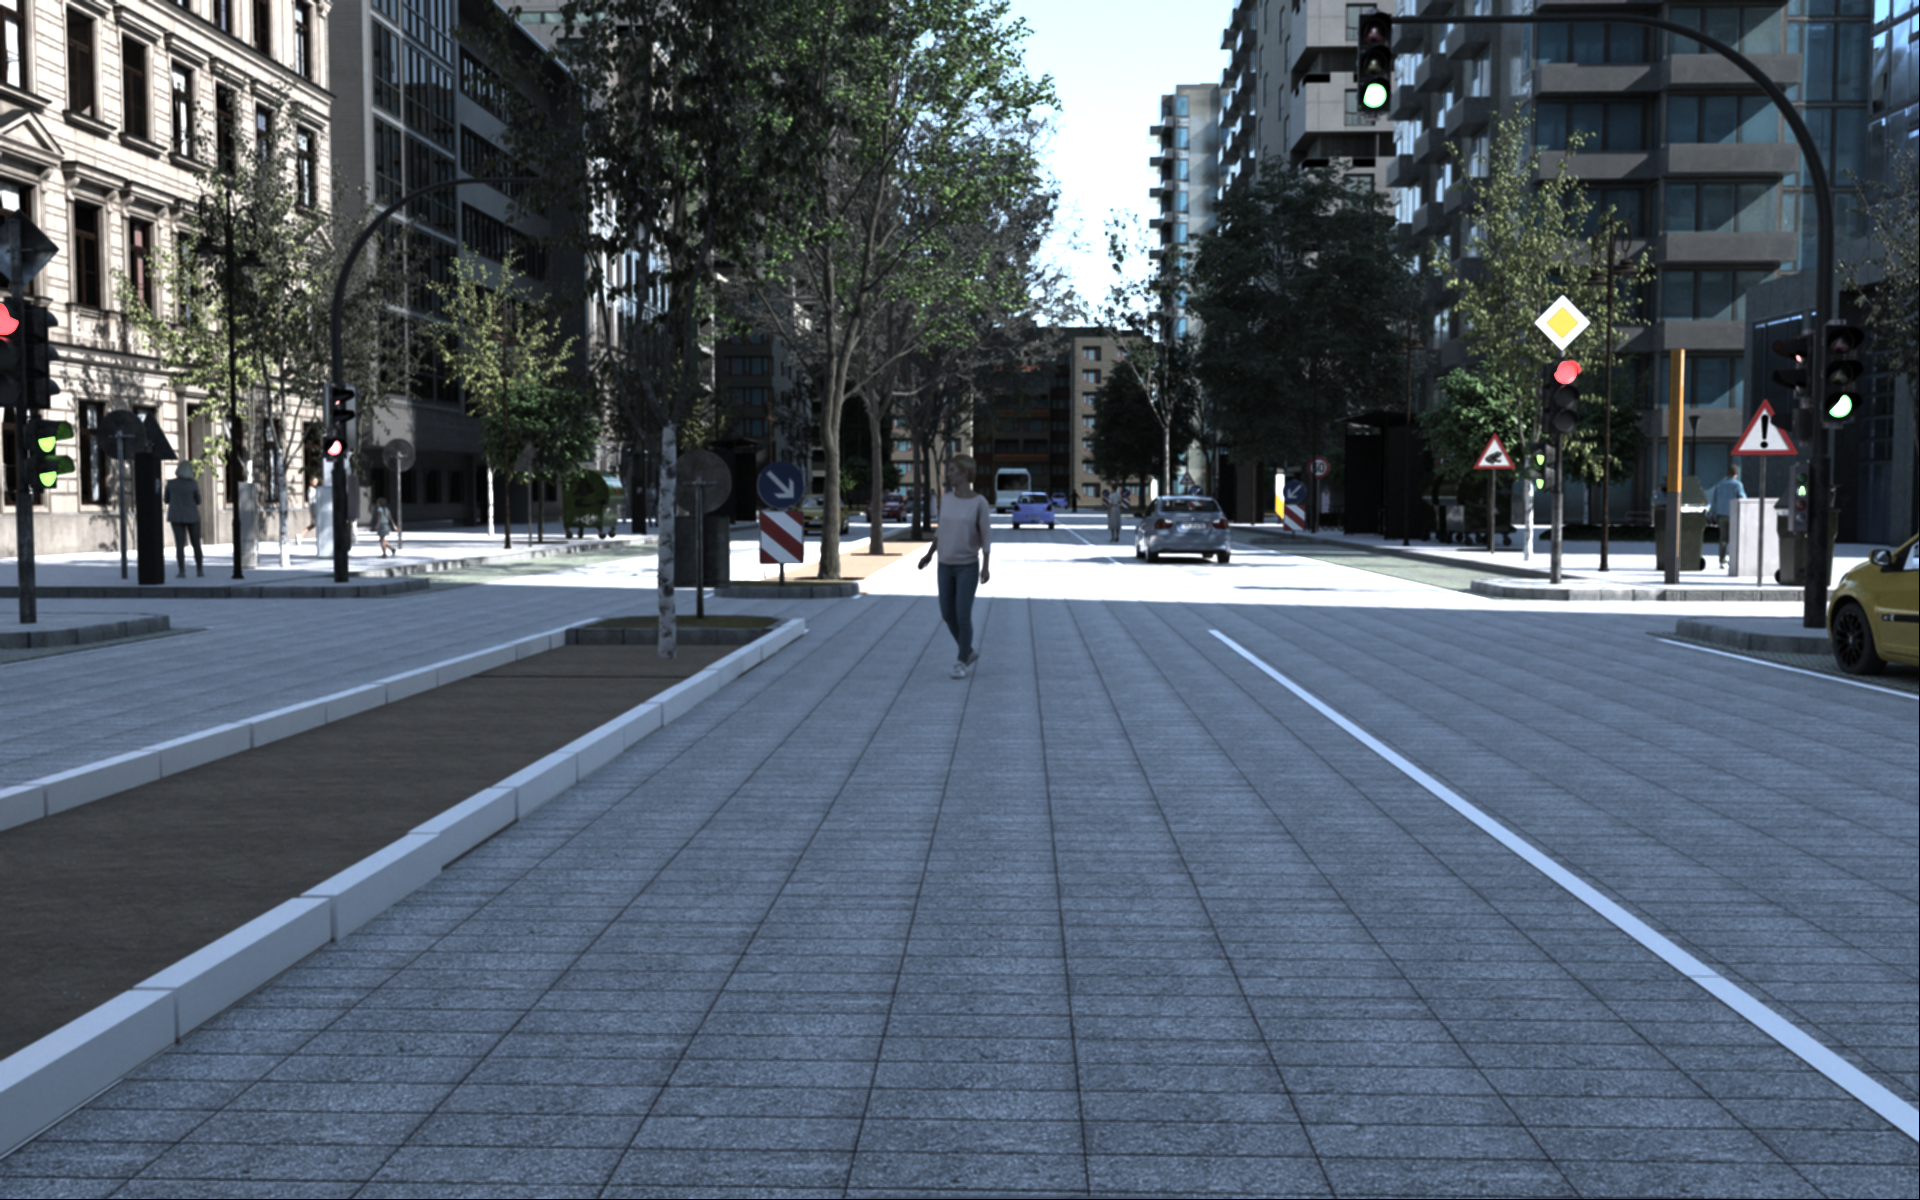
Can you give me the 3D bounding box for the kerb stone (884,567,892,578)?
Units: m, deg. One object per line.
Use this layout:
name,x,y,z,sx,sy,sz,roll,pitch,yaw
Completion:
kerb stone,-1.277,-0.422,29.097,0.120,0.150,1.000,0,4,2

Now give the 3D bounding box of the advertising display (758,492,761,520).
advertising display,-9.757,-4.839,84.335,0.123,1.923,0.974,-1,4,-10

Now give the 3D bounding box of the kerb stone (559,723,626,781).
kerb stone,-1.943,0.801,9.115,0.120,0.150,1.000,0,4,2

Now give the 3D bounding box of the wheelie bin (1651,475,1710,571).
wheelie bin,12.004,-1.288,28.972,0.980,1.594,0.693,-1,4,-14

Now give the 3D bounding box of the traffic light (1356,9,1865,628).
traffic light,6.097,-2.557,16.483,4.771,5.953,1.251,0,4,2

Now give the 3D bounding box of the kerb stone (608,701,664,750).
kerb stone,-1.912,0.742,10.146,0.120,0.150,1.000,0,4,2

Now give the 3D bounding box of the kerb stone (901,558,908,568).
kerb stone,-1.135,-0.672,33.189,0.120,0.150,1.000,0,4,2

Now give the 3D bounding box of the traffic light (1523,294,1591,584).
traffic light,8.459,-2.178,24.535,0.839,4.253,0.868,0,4,2

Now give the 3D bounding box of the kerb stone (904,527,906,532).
kerb stone,-2.194,-2.561,64.067,0.120,0.150,1.000,0,4,2

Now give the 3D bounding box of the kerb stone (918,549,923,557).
kerb stone,-0.968,-0.986,38.322,0.120,0.150,1.000,0,4,2

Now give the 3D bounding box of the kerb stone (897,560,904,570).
kerb stone,-1.173,-0.602,32.168,0.120,0.150,1.000,0,4,2

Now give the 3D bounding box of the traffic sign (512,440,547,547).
traffic sign,-10.442,-2.570,42.028,0.884,2.594,0.081,0,4,3

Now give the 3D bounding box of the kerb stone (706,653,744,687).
kerb stone,-1.807,0.549,13.222,0.120,0.150,1.000,0,4,2

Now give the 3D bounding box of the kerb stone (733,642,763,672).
kerb stone,-1.773,0.486,14.255,0.120,0.150,1.000,0,4,2

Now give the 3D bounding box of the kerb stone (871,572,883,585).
kerb stone,-1.346,-0.297,27.053,0.120,0.150,1.000,0,4,2

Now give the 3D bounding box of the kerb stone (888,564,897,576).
kerb stone,-1.241,-0.479,30.119,0.120,0.150,1.000,0,4,2

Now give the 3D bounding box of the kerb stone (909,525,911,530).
kerb stone,-2.092,-2.750,67.156,0.120,0.150,1.000,0,4,2

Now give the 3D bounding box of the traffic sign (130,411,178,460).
traffic sign,-12.657,-1.658,27.107,0.884,2.594,0.081,0,4,7

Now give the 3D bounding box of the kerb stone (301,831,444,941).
kerb stone,-2.036,0.989,6.047,0.120,0.150,1.000,0,4,2

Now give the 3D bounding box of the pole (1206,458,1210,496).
pole,13.954,-6.347,97.610,0.158,3.312,0.155,0,3,0

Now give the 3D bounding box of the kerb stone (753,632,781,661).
kerb stone,-1.730,0.423,15.276,0.120,0.150,1.000,0,4,2

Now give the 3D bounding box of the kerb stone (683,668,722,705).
kerb stone,-1.839,0.619,12.191,0.120,0.150,1.000,0,4,2

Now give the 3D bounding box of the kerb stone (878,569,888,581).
kerb stone,-1.310,-0.360,28.075,0.120,0.150,1.000,0,4,2

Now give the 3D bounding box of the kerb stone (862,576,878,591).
kerb stone,-1.376,-0.225,26.023,0.120,0.150,1.000,0,4,2

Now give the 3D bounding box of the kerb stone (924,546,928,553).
kerb stone,-0.894,-1.110,40.371,0.120,0.150,1.000,0,4,2

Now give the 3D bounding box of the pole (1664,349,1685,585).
pole,10.121,-1.877,24.530,0.158,3.312,0.155,0,3,0

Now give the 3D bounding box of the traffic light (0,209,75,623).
traffic light,-9.261,-1.725,17.123,0.839,4.253,0.868,0,4,2

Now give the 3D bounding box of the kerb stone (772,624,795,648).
kerb stone,-1.703,0.366,16.304,0.120,0.150,1.000,0,4,2

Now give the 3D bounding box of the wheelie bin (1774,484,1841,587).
wheelie bin,11.869,-1.001,24.274,0.693,1.594,0.980,0,4,-1

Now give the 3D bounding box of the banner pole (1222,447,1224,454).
banner pole,12.419,-5.618,81.865,0.401,3.779,0.863,0,4,5

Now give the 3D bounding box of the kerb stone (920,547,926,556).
kerb stone,-0.926,-1.049,39.349,0.120,0.150,1.000,0,4,2

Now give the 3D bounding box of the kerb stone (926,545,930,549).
kerb stone,-0.857,-1.174,41.392,0.120,0.150,1.000,0,4,2

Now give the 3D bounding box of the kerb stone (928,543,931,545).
kerb stone,-0.819,-1.237,42.414,0.120,0.150,1.000,0,4,2

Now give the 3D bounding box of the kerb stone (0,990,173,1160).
kerb stone,-2.116,1.118,4.000,0.120,0.150,1.000,0,4,2

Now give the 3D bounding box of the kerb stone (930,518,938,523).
kerb stone,-1.334,-4.129,89.697,0.120,0.150,1.000,0,4,2

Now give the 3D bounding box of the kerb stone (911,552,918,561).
kerb stone,-1.030,-0.857,36.266,0.120,0.150,1.000,0,4,2

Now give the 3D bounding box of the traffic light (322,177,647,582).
traffic light,-6.900,-3.083,25.068,4.771,5.953,1.251,0,4,2

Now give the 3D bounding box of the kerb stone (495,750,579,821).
kerb stone,-1.978,0.863,8.092,0.120,0.150,1.000,0,4,2

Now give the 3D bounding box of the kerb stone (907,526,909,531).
kerb stone,-2.137,-2.683,66.135,0.120,0.150,1.000,0,4,2

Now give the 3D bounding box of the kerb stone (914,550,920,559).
kerb stone,-0.999,-0.923,37.288,0.120,0.150,1.000,0,4,2

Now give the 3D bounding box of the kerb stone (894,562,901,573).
kerb stone,-1.201,-0.547,31.140,0.120,0.150,1.000,0,4,2

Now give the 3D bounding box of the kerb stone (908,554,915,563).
kerb stone,-1.066,-0.797,35.234,0.120,0.150,1.000,0,4,2

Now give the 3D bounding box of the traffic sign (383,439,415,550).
traffic sign,-12.888,-2.427,39.788,0.768,2.556,0.104,0,4,5

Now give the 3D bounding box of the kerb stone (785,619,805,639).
kerb stone,-1.670,0.298,17.325,0.120,0.150,1.000,0,4,2

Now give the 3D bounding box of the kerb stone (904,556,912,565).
kerb stone,-1.097,-0.731,34.211,0.120,0.150,1.000,0,4,2

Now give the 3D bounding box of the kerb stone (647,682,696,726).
kerb stone,-1.870,0.675,11.166,0.120,0.150,1.000,0,4,2

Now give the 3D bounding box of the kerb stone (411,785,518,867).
kerb stone,-2.021,0.926,7.071,0.120,0.150,1.000,0,4,2

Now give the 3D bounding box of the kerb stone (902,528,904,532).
kerb stone,-2.238,-2.498,63.046,0.120,0.150,1.000,0,4,2

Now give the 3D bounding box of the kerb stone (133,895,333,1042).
kerb stone,-2.084,1.055,5.026,0.120,0.150,1.000,0,4,2
